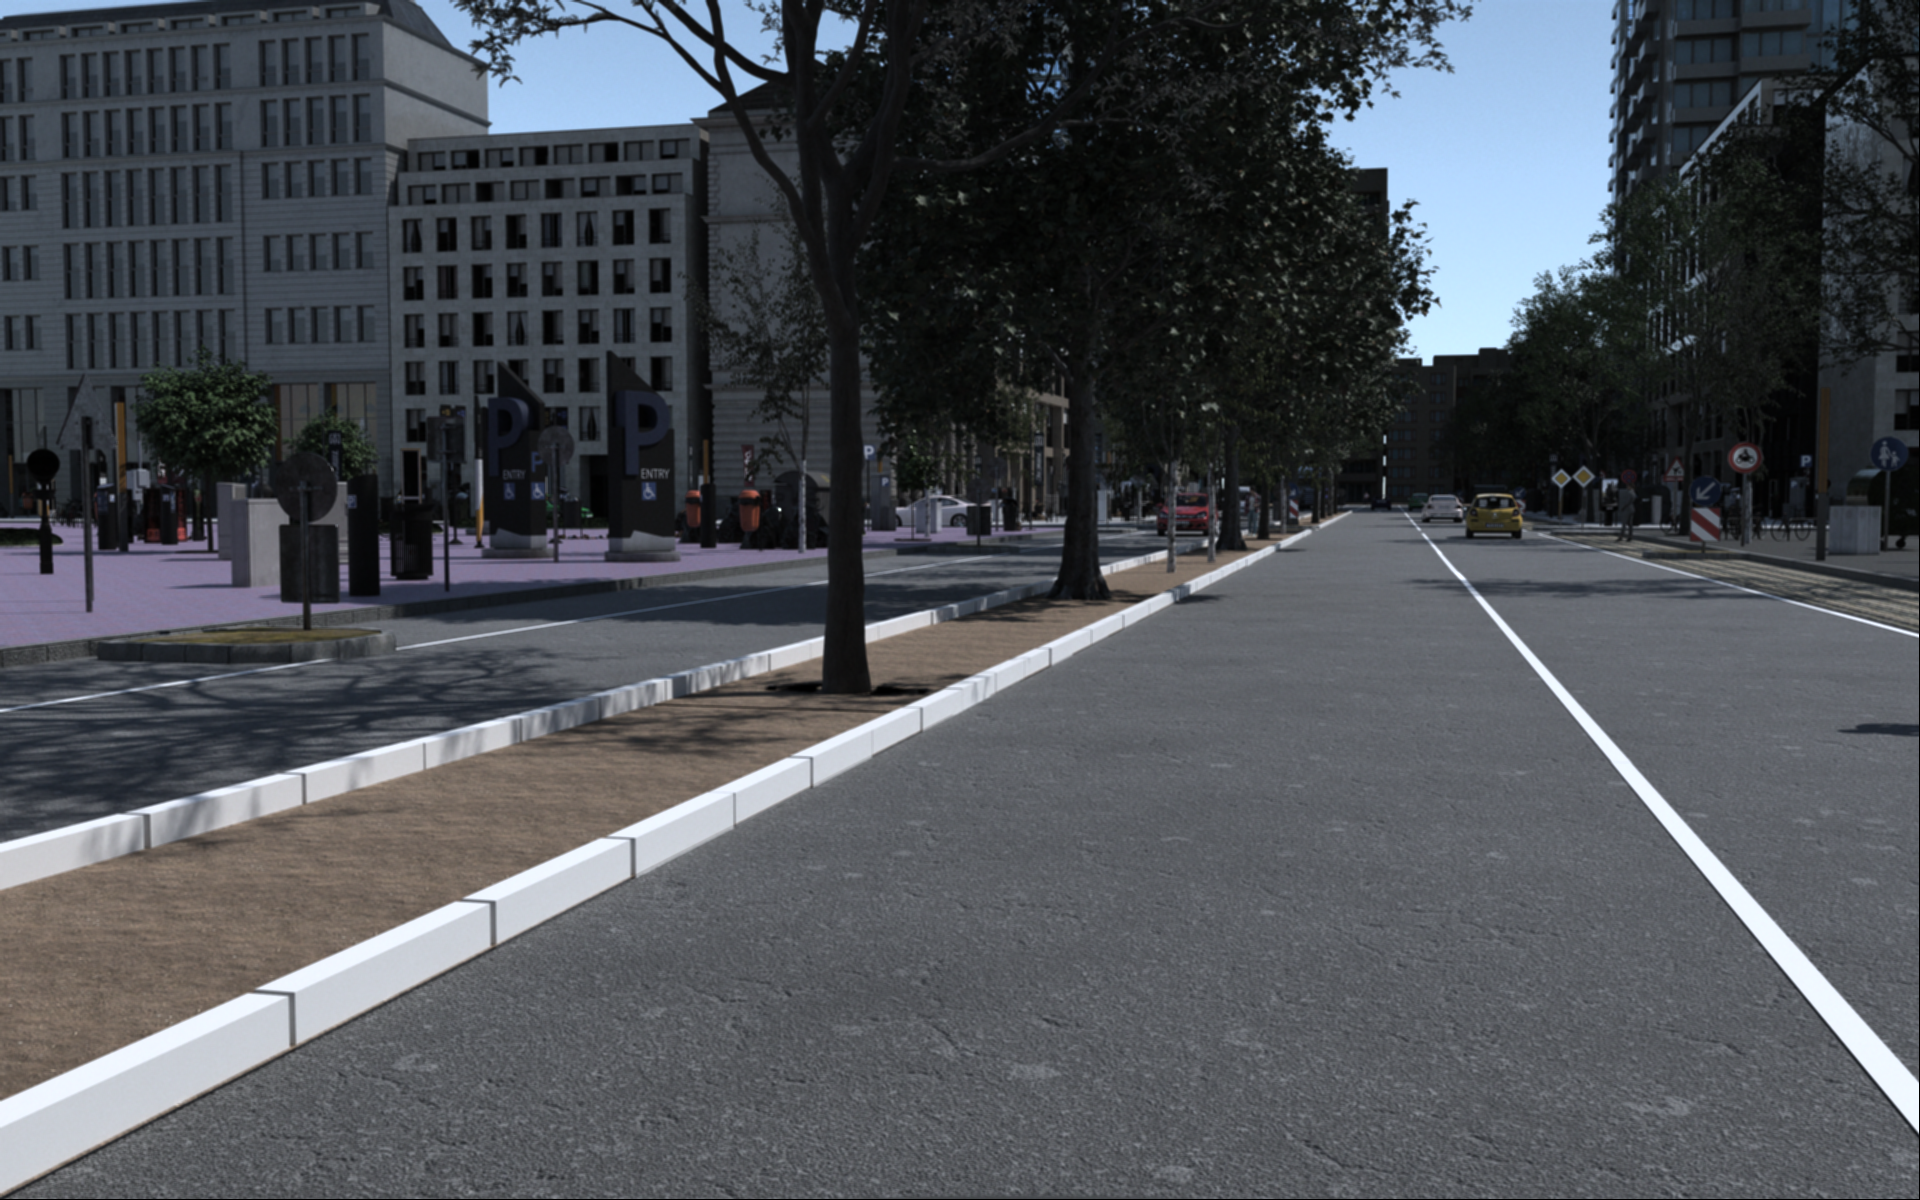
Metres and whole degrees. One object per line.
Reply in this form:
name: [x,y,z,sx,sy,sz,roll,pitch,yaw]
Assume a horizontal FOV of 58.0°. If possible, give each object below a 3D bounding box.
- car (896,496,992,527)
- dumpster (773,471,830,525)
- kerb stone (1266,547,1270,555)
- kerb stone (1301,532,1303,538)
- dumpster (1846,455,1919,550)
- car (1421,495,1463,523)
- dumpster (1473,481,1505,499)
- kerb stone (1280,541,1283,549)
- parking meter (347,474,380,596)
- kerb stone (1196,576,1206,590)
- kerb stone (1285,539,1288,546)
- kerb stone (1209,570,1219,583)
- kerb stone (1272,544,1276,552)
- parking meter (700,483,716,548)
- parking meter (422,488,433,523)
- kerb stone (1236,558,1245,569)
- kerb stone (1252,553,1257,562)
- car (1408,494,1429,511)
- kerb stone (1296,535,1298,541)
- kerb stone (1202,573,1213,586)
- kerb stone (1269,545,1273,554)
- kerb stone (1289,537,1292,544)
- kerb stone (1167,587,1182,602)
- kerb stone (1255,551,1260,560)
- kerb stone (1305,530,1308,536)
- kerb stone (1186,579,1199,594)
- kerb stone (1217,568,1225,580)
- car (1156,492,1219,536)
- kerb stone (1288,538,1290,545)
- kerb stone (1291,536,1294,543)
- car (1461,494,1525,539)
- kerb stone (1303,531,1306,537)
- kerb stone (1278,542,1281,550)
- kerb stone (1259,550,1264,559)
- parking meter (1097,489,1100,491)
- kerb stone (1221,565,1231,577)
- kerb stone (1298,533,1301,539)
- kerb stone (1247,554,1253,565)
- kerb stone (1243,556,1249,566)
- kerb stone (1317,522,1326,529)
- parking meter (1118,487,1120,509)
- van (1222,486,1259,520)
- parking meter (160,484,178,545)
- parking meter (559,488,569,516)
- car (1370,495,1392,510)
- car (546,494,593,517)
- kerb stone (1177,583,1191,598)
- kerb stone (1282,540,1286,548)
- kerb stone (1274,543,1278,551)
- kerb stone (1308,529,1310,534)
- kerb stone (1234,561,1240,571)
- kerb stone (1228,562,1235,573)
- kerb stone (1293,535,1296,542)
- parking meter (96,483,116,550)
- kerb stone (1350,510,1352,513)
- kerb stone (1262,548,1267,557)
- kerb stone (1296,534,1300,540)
car: [-1.080,-3.539,70.223,4.827,1.381,2.083,1,4,14]
dumpster: [-3.868,-2.311,43.544,1.264,1.857,1.865,1,4,14]
kerb stone: [6.980,-1.077,39.809,0.120,0.150,1.000,1,4,14]
kerb stone: [10.672,-1.991,54.747,0.120,0.150,1.000,1,4,14]
dumpster: [21.618,-2.305,40.182,1.502,2.255,1.985,1,4,14]
car: [24.449,-4.615,87.824,2.083,1.381,4.827,1,4,13]
dumpster: [34.312,-6.567,112.320,1.985,2.255,1.502,1,4,13]
kerb stone: [8.208,-1.376,44.786,0.120,0.150,1.000,1,4,14]
parking meter: [-7.535,-0.823,21.875,0.372,1.533,0.369,0,3,0]
kerb stone: [3.530,-0.225,25.872,0.120,0.150,1.000,1,4,14]
kerb stone: [8.703,-1.503,46.771,0.120,0.150,1.000,1,4,14]
kerb stone: [4.023,-0.347,27.867,0.120,0.150,1.000,1,4,14]
kerb stone: [7.461,-1.198,41.795,0.120,0.150,1.000,1,4,14]
parking meter: [-5.990,-2.005,41.188,0.372,1.533,0.369,0,3,0]
parking meter: [-20.714,-3.608,67.397,0.372,1.533,0.369,0,3,0]
kerb stone: [5.251,-0.651,32.839,0.120,0.150,1.000,1,4,14]
kerb stone: [5.992,-0.831,35.821,0.120,0.150,1.000,1,4,14]
car: [38.894,-8.424,146.525,1.959,1.807,4.718,1,4,13]
kerb stone: [9.931,-1.807,51.758,0.120,0.150,1.000,1,4,14]
kerb stone: [3.773,-0.286,26.867,0.120,0.150,1.000,1,4,14]
kerb stone: [7.227,-1.138,40.800,0.120,0.150,1.000,1,4,14]
kerb stone: [9.197,-1.621,48.760,0.120,0.150,1.000,1,4,14]
kerb stone: [2.782,-0.043,22.894,0.120,0.150,1.000,1,4,14]
kerb stone: [6.232,-0.894,36.815,0.120,0.150,1.000,1,4,14]
kerb stone: [11.414,-2.173,57.727,0.120,0.150,1.000,1,4,14]
kerb stone: [3.281,-0.164,24.880,0.120,0.150,1.000,1,4,14]
kerb stone: [4.267,-0.398,28.860,0.120,0.150,1.000,1,4,14]
car: [7.919,-3.120,60.046,2.155,1.783,4.494,1,4,14]
kerb stone: [8.951,-1.564,47.768,0.120,0.150,1.000,1,4,14]
kerb stone: [9.444,-1.678,49.752,0.120,0.150,1.000,1,4,14]
car: [17.519,-2.855,56.906,2.015,1.641,3.980,1,4,15]
kerb stone: [11.159,-2.110,56.738,0.120,0.150,1.000,1,4,14]
kerb stone: [7.952,-1.321,43.788,0.120,0.150,1.000,1,4,14]
kerb stone: [6.483,-0.950,37.807,0.120,0.150,1.000,1,4,14]
parking meter: [6.907,-4.674,84.828,0.372,1.533,0.369,0,3,0]
kerb stone: [4.515,-0.464,29.851,0.120,0.150,1.000,1,4,14]
kerb stone: [10.427,-1.928,53.744,0.120,0.150,1.000,1,4,14]
kerb stone: [5.749,-0.772,34.825,0.120,0.150,1.000,1,4,14]
kerb stone: [5.491,-0.710,33.833,0.120,0.150,1.000,1,4,14]
kerb stone: [15.479,-3.178,74.154,0.120,0.150,1.000,1,4,14]
parking meter: [13.691,-8.703,148.000,0.255,1.863,0.399,3,4,37]
van: [15.218,-5.297,93.624,2.013,2.044,4.112,1,4,14]
parking meter: [-20.027,-2.168,43.855,0.372,1.533,0.369,0,3,0]
parking meter: [-16.098,-3.792,70.418,0.372,1.533,0.369,0,3,0]
car: [37.460,-8.654,154.070,1.945,1.354,3.894,1,4,13]
car: [-18.112,-4.019,74.503,4.718,1.807,1.959,1,4,13]
kerb stone: [3.033,-0.104,23.889,0.120,0.150,1.000,1,4,14]
kerb stone: [8.453,-1.442,45.778,0.120,0.150,1.000,1,4,14]
kerb stone: [7.712,-1.258,42.795,0.120,0.150,1.000,1,4,14]
kerb stone: [11.900,-2.291,59.713,0.120,0.150,1.000,1,4,14]
kerb stone: [5.000,-0.584,31.837,0.120,0.150,1.000,1,4,14]
kerb stone: [4.753,-0.529,30.845,0.120,0.150,1.000,1,4,14]
kerb stone: [9.687,-1.747,50.754,0.120,0.150,1.000,1,4,14]
parking meter: [-19.603,-1.918,39.777,0.372,1.533,0.369,0,3,0]
kerb stone: [27.312,-6.100,121.924,0.120,0.150,1.000,1,4,14]
kerb stone: [6.728,-1.016,38.815,0.120,0.150,1.000,1,4,14]
kerb stone: [10.177,-1.868,52.750,0.120,0.150,1.000,1,4,14]
